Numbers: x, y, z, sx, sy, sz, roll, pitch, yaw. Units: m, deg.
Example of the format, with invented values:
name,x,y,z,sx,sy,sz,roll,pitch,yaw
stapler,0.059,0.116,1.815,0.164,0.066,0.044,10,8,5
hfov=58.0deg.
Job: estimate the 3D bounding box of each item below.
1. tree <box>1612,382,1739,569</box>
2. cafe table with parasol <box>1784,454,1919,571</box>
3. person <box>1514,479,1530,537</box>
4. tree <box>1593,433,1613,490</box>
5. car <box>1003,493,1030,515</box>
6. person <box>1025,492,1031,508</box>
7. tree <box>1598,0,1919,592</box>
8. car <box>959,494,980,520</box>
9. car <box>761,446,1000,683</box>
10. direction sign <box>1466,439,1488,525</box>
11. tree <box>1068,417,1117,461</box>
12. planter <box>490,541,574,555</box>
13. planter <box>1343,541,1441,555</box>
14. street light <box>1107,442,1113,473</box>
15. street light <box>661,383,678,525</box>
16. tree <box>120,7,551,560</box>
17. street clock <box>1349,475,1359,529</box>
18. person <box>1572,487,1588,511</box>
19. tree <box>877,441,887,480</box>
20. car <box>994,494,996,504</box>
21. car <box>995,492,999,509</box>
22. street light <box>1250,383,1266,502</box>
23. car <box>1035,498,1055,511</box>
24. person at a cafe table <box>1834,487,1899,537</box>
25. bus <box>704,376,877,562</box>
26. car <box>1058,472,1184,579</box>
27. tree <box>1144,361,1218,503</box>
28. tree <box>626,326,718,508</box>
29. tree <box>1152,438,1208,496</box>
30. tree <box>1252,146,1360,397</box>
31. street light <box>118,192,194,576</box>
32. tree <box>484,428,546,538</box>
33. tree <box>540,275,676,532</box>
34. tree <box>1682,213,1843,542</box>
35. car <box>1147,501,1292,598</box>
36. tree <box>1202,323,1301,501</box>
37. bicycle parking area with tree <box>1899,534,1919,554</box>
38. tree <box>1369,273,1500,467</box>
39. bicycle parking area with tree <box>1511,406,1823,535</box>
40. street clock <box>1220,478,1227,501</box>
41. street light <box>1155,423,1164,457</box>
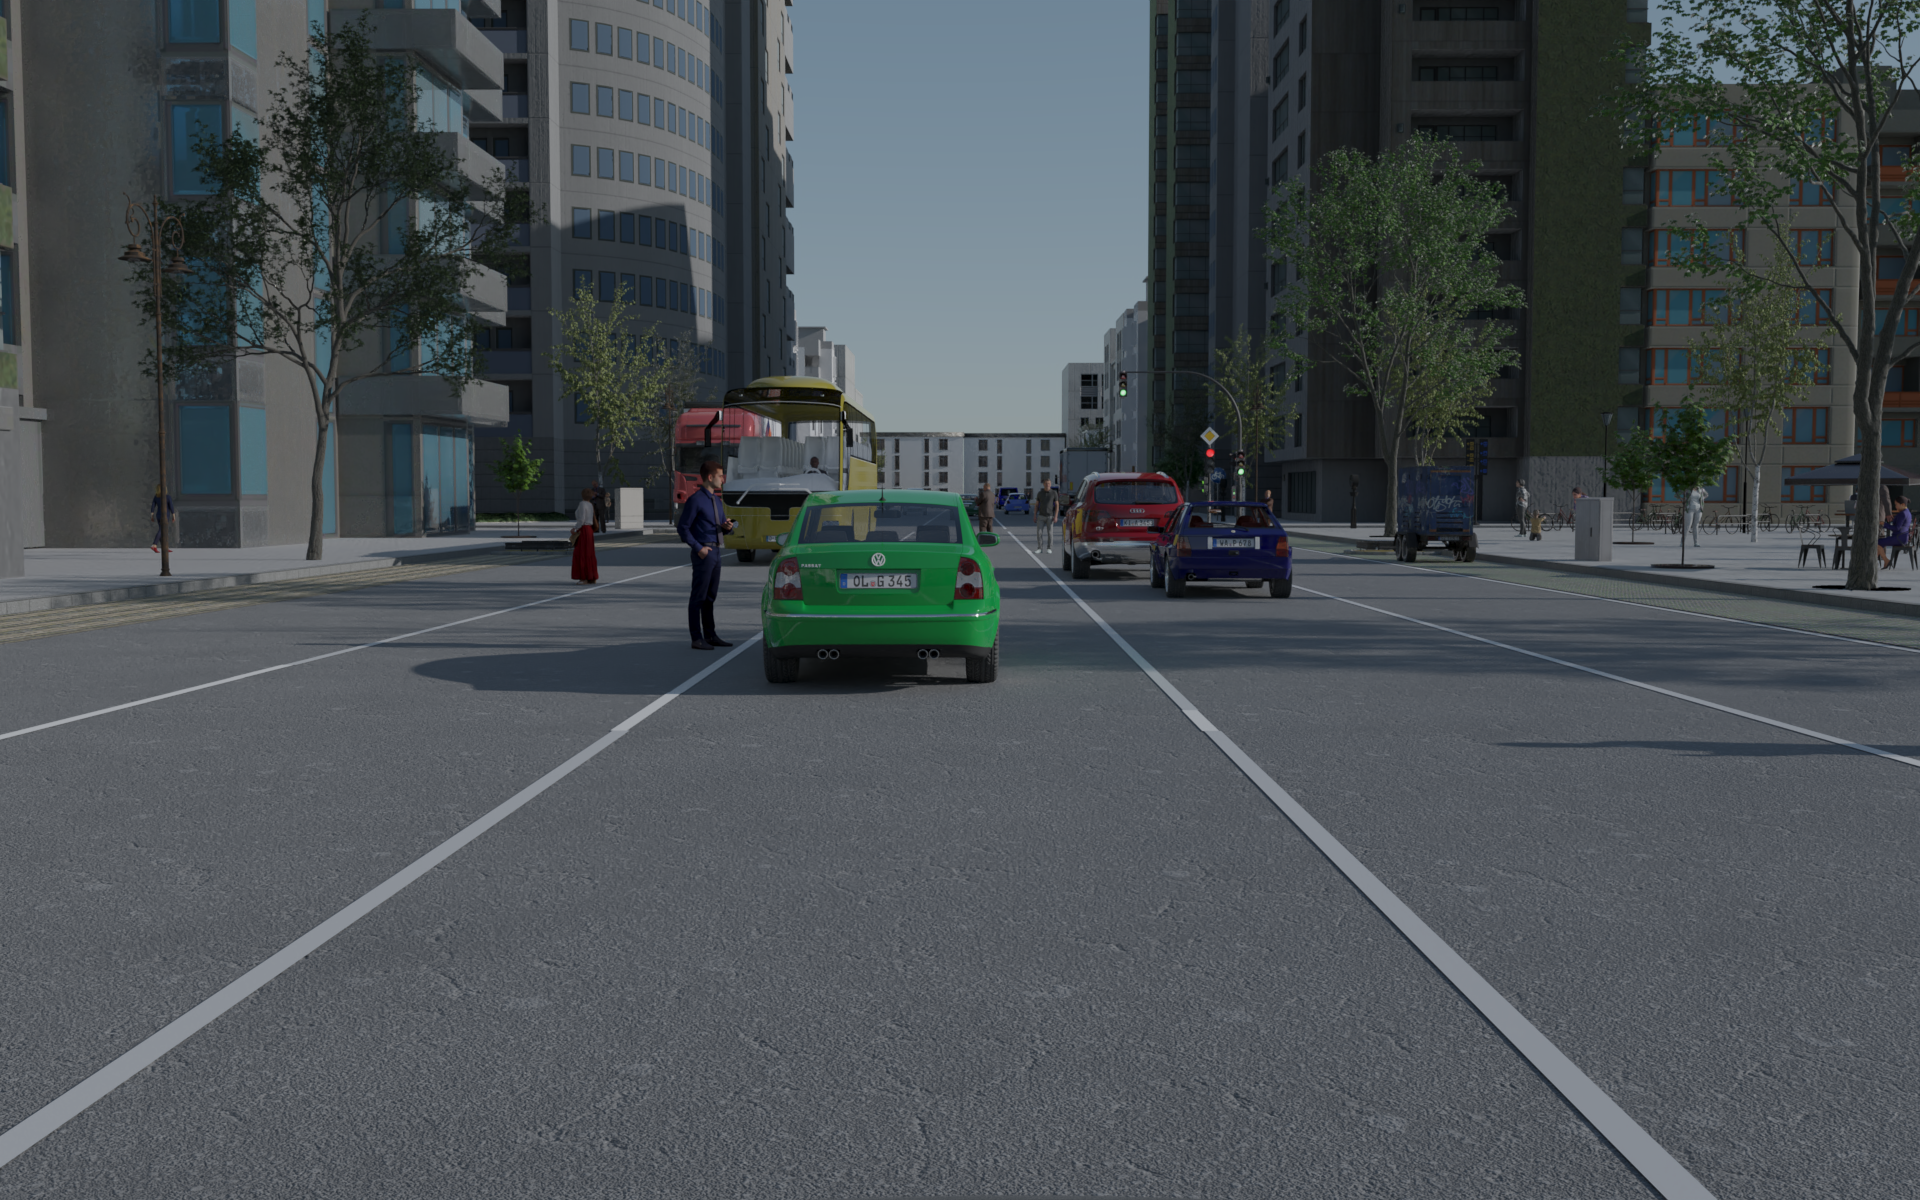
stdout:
name,x,y,z,sx,sy,sz,roll,pitch,yaw
tree,12.633,-2.159,29.905,1.663,3.219,1.824,0,3,0
cafe table with parasol,15.267,-1.504,29.459,2.610,1.966,2.610,0,4,5
person,16.784,-2.750,51.723,0.376,1.734,0.841,2,4,31
tree,17.276,-3.045,44.380,1.663,3.219,1.824,0,3,0
car,4.017,-6.921,122.747,1.945,1.707,3.694,0,4,-1
person,7.009,-10.506,181.069,0.742,1.727,0.445,-2,4,-25
tree,12.096,-5.930,22.709,9.928,11.665,9.643,0,3,0
car,0.377,-5.174,96.386,2.131,1.459,4.920,0,4,1
car,-0.618,-0.350,14.512,1.959,1.807,4.718,0,4,-1
direction sign,21.251,-4.850,71.288,0.876,3.537,0.379,1,4,8
tree,12.825,-13.641,173.396,4.737,8.622,4.395,0,3,0
planter,-9.966,-1.238,41.379,1.991,0.319,1.994,0,4,0
planter,10.207,-1.229,41.235,1.991,0.319,1.994,0,4,0
street light,12.787,-10.646,146.848,0.468,5.910,1.993,0,4,0
street light,-12.126,-6.094,72.422,0.468,5.910,1.993,0,4,0
tree,-12.248,-6.044,33.235,7.601,10.594,8.767,1,4,20
street clock,14.637,-3.657,64.368,0.358,2.002,0.471,0,4,-2
person,13.483,-1.719,37.390,0.697,1.427,0.421,-2,4,-30
tree,-11.061,-16.029,212.443,4.737,8.622,4.395,0,3,0
car,4.853,-12.556,214.879,1.945,1.707,3.694,0,4,2
car,4.560,-9.917,170.821,2.281,1.827,5.304,0,3,0
street light,12.383,-6.088,72.329,0.468,5.910,1.993,0,4,0
car,7.490,-8.593,150.088,1.945,1.707,3.694,0,4,2
person at a cafe table,25.862,-2.497,49.335,1.698,1.524,1.622,2,4,25
bus,-3.493,-2.949,39.759,2.896,3.916,12.252,0,4,0
car,2.911,-1.351,30.770,2.281,1.827,5.304,0,4,1
tree,12.505,-8.903,95.925,4.360,8.622,3.978,0,3,0
tree,-12.578,-7.701,76.276,4.360,8.622,3.978,0,3,0
tree,13.012,-7.213,101.652,4.285,4.588,4.351,0,3,0
tree,12.635,-7.652,50.859,9.928,11.665,9.643,0,3,0
street light,-12.424,-3.310,26.907,0.468,5.910,1.993,0,4,0
tree,-12.858,-3.423,50.571,1.663,3.219,1.824,0,3,0
tree,-12.039,-6.647,59.046,4.737,8.622,4.395,0,3,0
tree,21.311,-5.864,46.245,4.737,8.622,4.395,0,3,0
car,3.743,-0.775,25.259,1.945,1.354,3.894,0,4,1
tree,12.639,-7.666,75.709,4.737,8.622,4.395,0,3,0
bicycle parking area with tree,24.963,-3.135,38.267,8.231,4.147,9.016,3,5,42
tree,15.863,-6.614,58.502,4.737,8.622,4.395,0,3,0
bicycle parking area with tree,23.962,-4.373,58.495,9.016,4.147,8.231,-1,4,-22
street clock,12.193,-4.624,80.177,0.358,2.002,0.471,1,4,23
street light,12.657,-8.367,109.588,0.468,5.910,1.993,0,4,0
